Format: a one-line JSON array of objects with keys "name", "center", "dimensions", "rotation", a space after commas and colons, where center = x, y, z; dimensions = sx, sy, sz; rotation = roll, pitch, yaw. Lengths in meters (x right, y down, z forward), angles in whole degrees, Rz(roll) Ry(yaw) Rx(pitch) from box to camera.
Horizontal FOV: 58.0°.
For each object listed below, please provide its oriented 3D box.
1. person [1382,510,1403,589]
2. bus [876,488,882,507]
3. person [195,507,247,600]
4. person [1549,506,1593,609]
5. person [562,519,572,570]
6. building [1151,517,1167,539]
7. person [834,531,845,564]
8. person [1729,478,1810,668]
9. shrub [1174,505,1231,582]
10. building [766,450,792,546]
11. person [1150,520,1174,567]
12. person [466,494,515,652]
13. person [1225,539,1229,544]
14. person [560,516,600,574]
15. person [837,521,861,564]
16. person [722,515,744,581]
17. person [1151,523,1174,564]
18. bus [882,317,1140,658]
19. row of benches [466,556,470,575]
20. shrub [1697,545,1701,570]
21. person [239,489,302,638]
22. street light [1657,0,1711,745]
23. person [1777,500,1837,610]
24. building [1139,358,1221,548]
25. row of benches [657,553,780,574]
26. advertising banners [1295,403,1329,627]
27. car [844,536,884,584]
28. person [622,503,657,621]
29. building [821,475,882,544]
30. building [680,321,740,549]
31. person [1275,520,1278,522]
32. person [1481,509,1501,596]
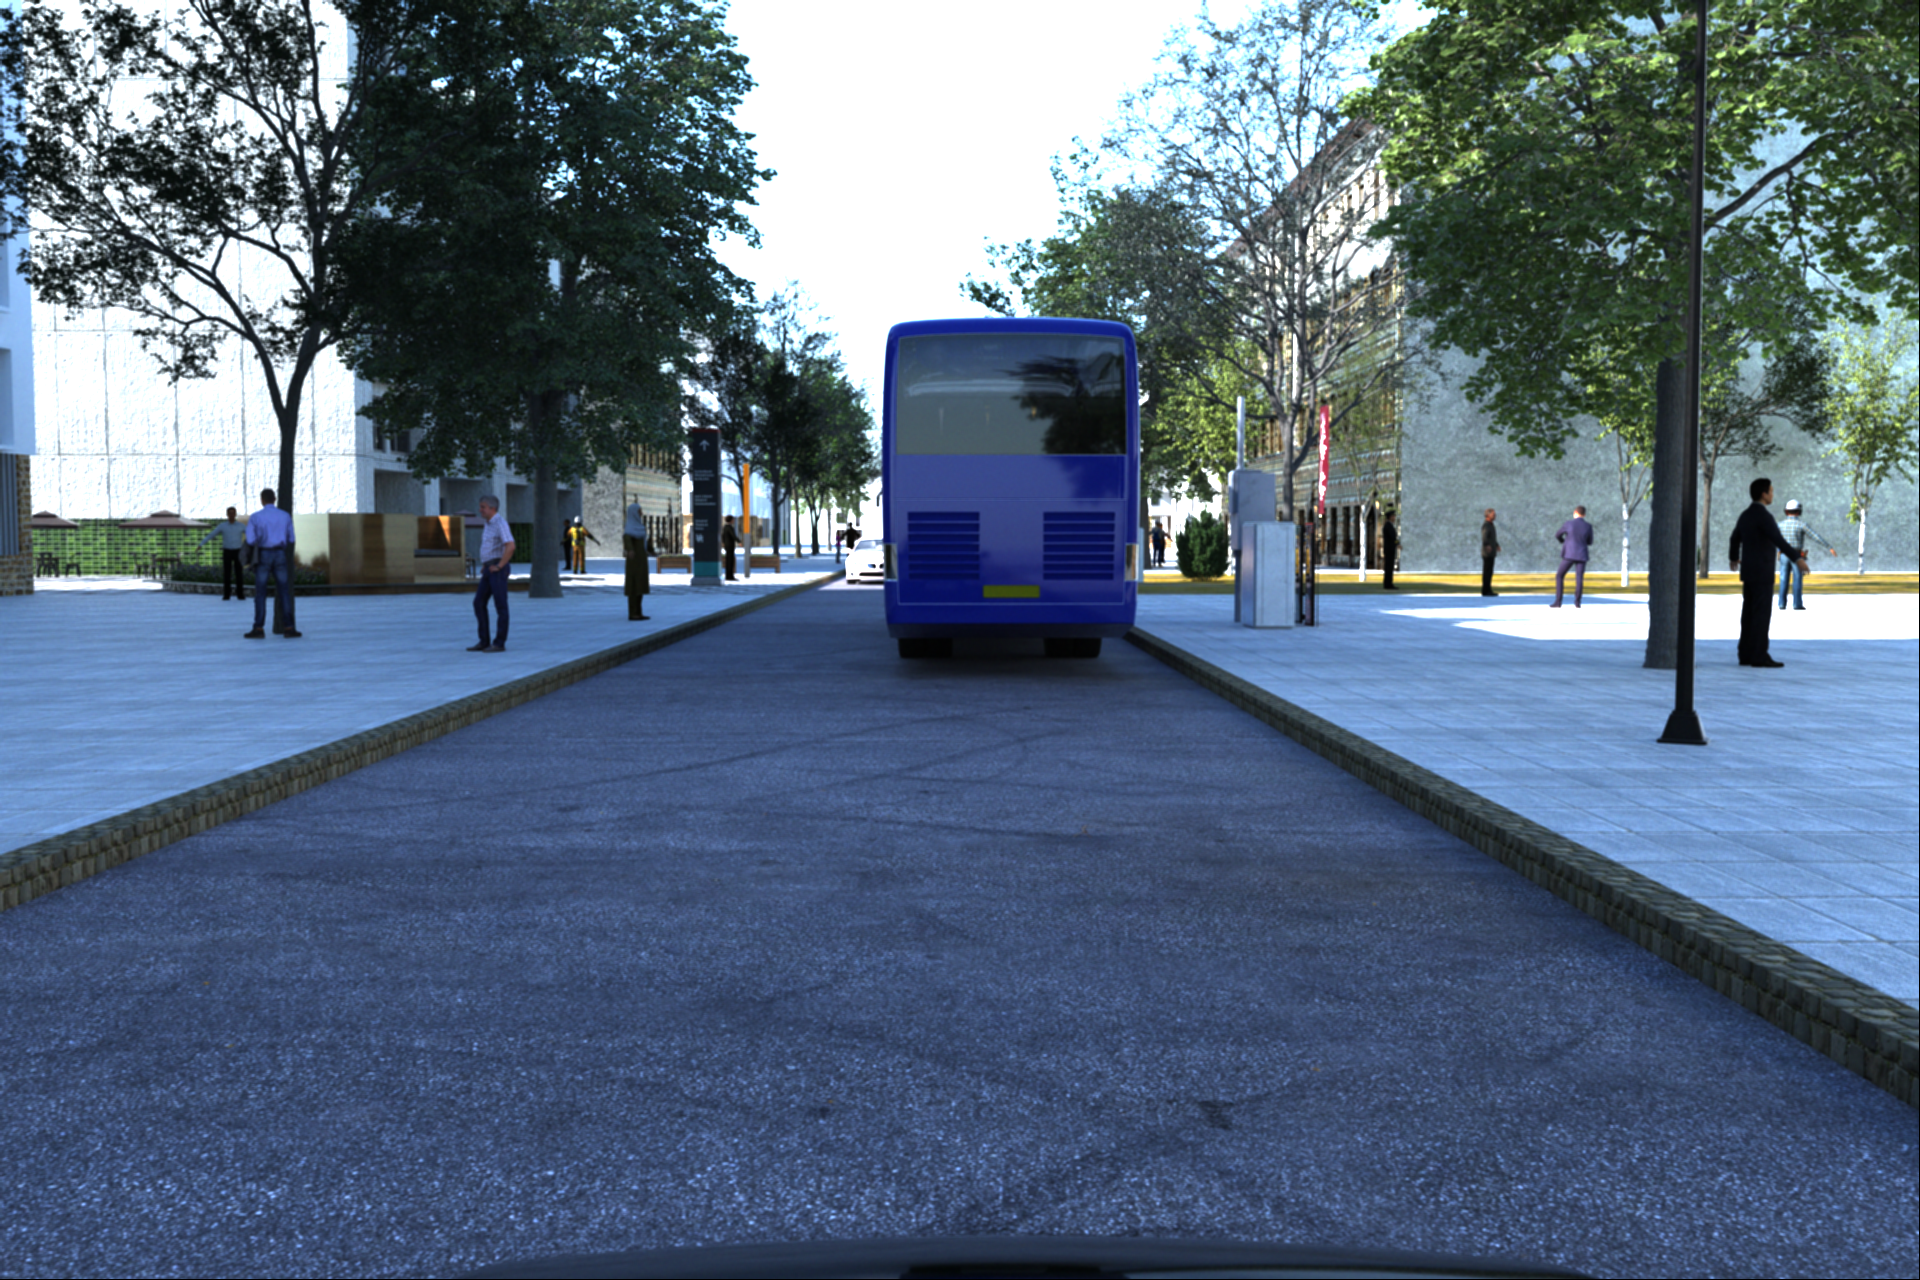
[{"name": "person", "center": [10.011, -2.097, 40.227], "dimensions": [0.705, 1.837, 1.347], "rotation": [0, 4, 1]}, {"name": "bus", "center": [-1.479, -4.501, 65.139], "dimensions": [2.896, 3.916, 12.251], "rotation": [0, 4, -1]}, {"name": "person", "center": [-14.193, -1.691, 33.800], "dimensions": [1.344, 1.810, 0.704], "rotation": [-2, 4, -24]}, {"name": "person", "center": [10.572, -1.436, 29.974], "dimensions": [0.683, 1.767, 0.568], "rotation": [0, 4, 5]}, {"name": "person", "center": [-14.033, -3.400, 61.807], "dimensions": [0.704, 1.802, 1.346], "rotation": [0, 4, -3]}, {"name": "building", "center": [23.172, -14.846, 184.885], "dimensions": [9.099, 9.664, 28.070], "rotation": [0, 4, -1]}, {"name": "person", "center": [-5.245, -4.050, 75.477], "dimensions": [0.599, 1.433, 0.991], "rotation": [1, 4, 20]}, {"name": "person", "center": [7.768, -0.657, 16.789], "dimensions": [0.704, 1.823, 1.345], "rotation": [0, 4, -4]}, {"name": "shrub", "center": [6.596, -2.625, 46.965], "dimensions": [1.661, 2.075, 1.752], "rotation": [0, 3, 0]}, {"name": "building", "center": [-29.336, -20.583, 202.987], "dimensions": [16.747, 18.905, 31.486], "rotation": [0, 4, -1]}, {"name": "person", "center": [7.704, -3.769, 67.475], "dimensions": [1.347, 1.847, 0.705], "rotation": [2, 4, 34]}, {"name": "person", "center": [-5.111, -0.724, 18.826], "dimensions": [0.436, 1.711, 0.756], "rotation": [-2, 4, -27]}, {"name": "person", "center": [9.907, -3.333, 60.758], "dimensions": [1.348, 1.796, 0.705], "rotation": [2, 4, 31]}, {"name": "person", "center": [-12.174, -3.035, 55.385], "dimensions": [1.354, 1.858, 0.705], "rotation": [1, 4, 11]}, {"name": "person", "center": [-4.625, -4.091, 73.027], "dimensions": [0.704, 1.812, 1.346], "rotation": [3, 5, 44]}, {"name": "person", "center": [-6.310, -2.540, 47.709], "dimensions": [0.705, 1.806, 1.347], "rotation": [-2, 4, -29]}, {"name": "person", "center": [8.641, -4.111, 73.933], "dimensions": [1.216, 1.740, 0.721], "rotation": [-2, 4, -30]}, {"name": "bus", "center": [0.419, -1.918, 22.913], "dimensions": [2.896, 3.916, 12.251], "rotation": [0, 4, -1]}, {"name": "row of benches", "center": [-15.780, -2.348, 53.854], "dimensions": [1.422, 0.672, 4.104], "rotation": [-1, 4, -9]}, {"name": "shrub", "center": [22.614, -2.623, 54.002], "dimensions": [1.383, 1.207, 1.383], "rotation": [0, 3, 0]}, {"name": "person", "center": [-8.563, -0.951, 21.459], "dimensions": [0.709, 1.838, 0.599], "rotation": [-2, 4, -34]}, {"name": "street light", "center": [5.010, -2.322, 10.513], "dimensions": [1.470, 5.913, 1.316], "rotation": [0, 4, -1]}, {"name": "person", "center": [14.067, -1.432, 29.255], "dimensions": [1.345, 1.849, 0.704], "rotation": [3, 5, 45]}, {"name": "building", "center": [21.816, -18.958, 166.389], "dimensions": [16.016, 20.090, 11.380], "rotation": [0, 3, 0]}, {"name": "row of benches", "center": [-7.929, -2.496, 56.275], "dimensions": [4.104, 0.672, 1.422], "rotation": [-1, 4, -15]}, {"name": "advertising banners", "center": [4.903, -1.716, 24.239], "dimensions": [0.090, 3.025, 2.074], "rotation": [0, 4, -1]}, {"name": "car", "center": [-2.342, -2.366, 51.051], "dimensions": [2.083, 1.381, 4.827], "rotation": [0, 4, -1]}, {"name": "person", "center": [-4.749, -1.165, 25.823], "dimensions": [0.721, 1.736, 1.217], "rotation": [0, 4, 6]}, {"name": "building", "center": [-4.098, -17.585, 232.113], "dimensions": [28.070, 9.664, 9.099], "rotation": [0, 4, 7]}, {"name": "building", "center": [-26.187, -18.252, 154.846], "dimensions": [16.016, 20.090, 11.380], "rotation": [0, 4, -1]}, {"name": "person", "center": [5.021, -1.362, 28.354], "dimensions": [0.704, 1.819, 1.344], "rotation": [3, 5, 41]}, {"name": "person", "center": [10.991, -1.817, 35.891], "dimensions": [0.705, 1.807, 1.348], "rotation": [2, 4, 26]}]
